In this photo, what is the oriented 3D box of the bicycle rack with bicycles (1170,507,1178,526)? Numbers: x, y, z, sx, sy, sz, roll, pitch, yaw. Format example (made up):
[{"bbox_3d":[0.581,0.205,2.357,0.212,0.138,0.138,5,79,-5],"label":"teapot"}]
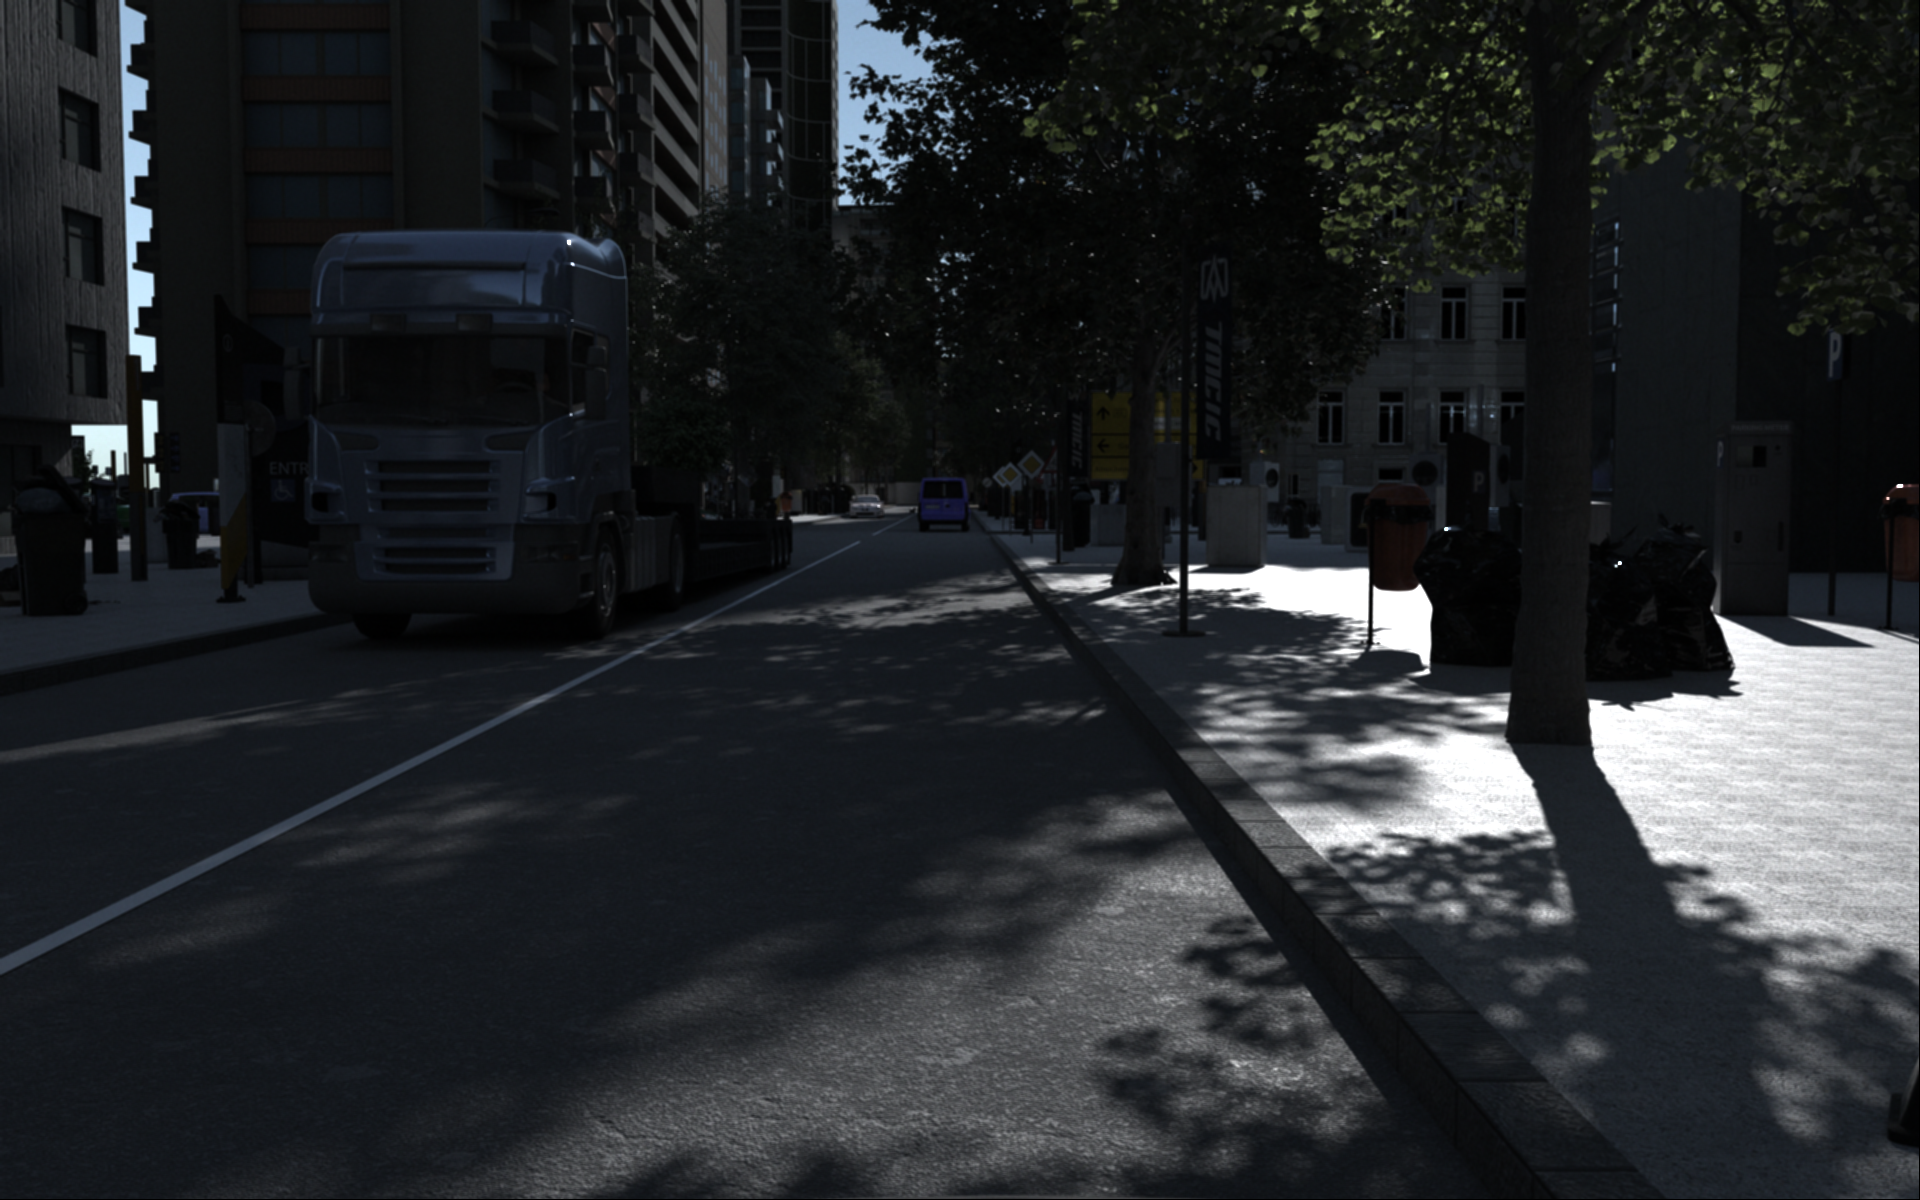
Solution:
[{"bbox_3d":[7.280,-3.461,69.973,2.925,0.926,2.852,-1,4,-14],"label":"bicycle rack with bicycles"}]

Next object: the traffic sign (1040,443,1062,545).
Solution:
[{"bbox_3d":[2.466,-2.688,43.961,0.884,2.594,0.081,0,4,0],"label":"traffic sign"}]

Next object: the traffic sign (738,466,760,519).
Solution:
[{"bbox_3d":[-7.511,-3.545,61.603,0.795,2.450,0.064,0,4,0],"label":"traffic sign"}]

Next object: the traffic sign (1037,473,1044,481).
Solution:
[{"bbox_3d":[3.475,-4.185,68.435,0.884,2.594,0.081,0,4,7],"label":"traffic sign"}]

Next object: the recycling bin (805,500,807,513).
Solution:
[{"bbox_3d":[-11.088,-6.687,121.881,0.722,1.027,0.722,-3,4,-37],"label":"recycling bin"}]

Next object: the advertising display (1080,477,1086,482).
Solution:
[{"bbox_3d":[4.773,-3.807,67.461,0.123,1.923,0.974,0,4,-2],"label":"advertising display"}]

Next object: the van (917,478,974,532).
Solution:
[{"bbox_3d":[-0.583,-3.855,67.409,2.240,2.365,5.245,0,4,1],"label":"van"}]

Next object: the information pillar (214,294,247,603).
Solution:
[{"bbox_3d":[-8.647,-1.785,20.539,0.183,3.616,0.504,0,4,5],"label":"information pillar"}]

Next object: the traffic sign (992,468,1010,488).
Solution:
[{"bbox_3d":[3.603,-8.496,132.780,2.265,3.308,0.079,1,4,9],"label":"traffic sign"}]

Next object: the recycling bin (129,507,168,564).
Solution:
[{"bbox_3d":[-15.033,-1.213,32.391,0.722,1.027,0.722,3,5,45],"label":"recycling bin"}]

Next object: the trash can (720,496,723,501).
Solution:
[{"bbox_3d":[-17.778,-7.070,127.251,0.748,1.137,0.748,0,3,0],"label":"trash can"}]

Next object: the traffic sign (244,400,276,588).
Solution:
[{"bbox_3d":[-9.670,-1.433,23.538,0.768,2.556,0.104,0,4,4],"label":"traffic sign"}]

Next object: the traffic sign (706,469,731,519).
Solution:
[{"bbox_3d":[-7.490,-3.057,53.618,0.795,2.450,0.064,0,4,0],"label":"traffic sign"}]

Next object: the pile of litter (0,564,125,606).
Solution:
[{"bbox_3d":[-10.769,-0.381,20.195,1.719,0.858,1.176,1,4,9],"label":"pile of litter"}]

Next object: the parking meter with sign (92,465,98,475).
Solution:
[{"bbox_3d":[-53.206,-6.649,104.976,1.738,3.016,0.543,0,4,1],"label":"parking meter with sign"}]

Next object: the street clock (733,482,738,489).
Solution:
[{"bbox_3d":[-11.461,-5.183,89.312,0.471,2.002,0.358,2,4,35],"label":"street clock"}]

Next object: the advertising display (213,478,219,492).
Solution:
[{"bbox_3d":[-30.047,-3.973,70.178,0.123,1.923,0.974,-3,4,-37],"label":"advertising display"}]

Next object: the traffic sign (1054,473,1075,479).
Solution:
[{"bbox_3d":[2.982,-2.897,49.494,0.606,2.300,0.079,0,4,1],"label":"traffic sign"}]

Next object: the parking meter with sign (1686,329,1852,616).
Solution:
[{"bbox_3d":[8.398,-1.352,18.374,1.738,3.016,0.543,1,4,11],"label":"parking meter with sign"}]

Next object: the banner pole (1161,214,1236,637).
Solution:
[{"bbox_3d":[2.151,-1.554,15.418,0.401,3.779,0.863,-2,4,-32],"label":"banner pole"}]

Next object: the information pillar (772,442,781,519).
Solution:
[{"bbox_3d":[-8.204,-5.255,77.274,0.183,3.616,0.504,2,4,34],"label":"information pillar"}]

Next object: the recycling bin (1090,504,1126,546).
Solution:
[{"bbox_3d":[3.657,-1.851,42.814,0.722,1.027,0.722,-1,4,-13],"label":"recycling bin"}]

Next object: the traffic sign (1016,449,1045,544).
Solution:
[{"bbox_3d":[1.853,-2.668,44.802,0.795,2.450,0.064,0,4,0],"label":"traffic sign"}]

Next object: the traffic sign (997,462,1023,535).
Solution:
[{"bbox_3d":[1.554,-3.057,53.620,0.795,2.450,0.064,0,4,0],"label":"traffic sign"}]

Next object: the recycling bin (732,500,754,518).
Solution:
[{"bbox_3d":[-9.036,-3.651,72.251,0.722,1.027,0.722,-2,4,-31],"label":"recycling bin"}]

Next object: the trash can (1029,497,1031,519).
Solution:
[{"bbox_3d":[3.741,-4.682,88.211,0.748,1.137,0.748,0,3,0],"label":"trash can"}]

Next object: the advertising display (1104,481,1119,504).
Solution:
[{"bbox_3d":[4.196,-2.597,47.682,0.123,1.923,0.974,2,4,25],"label":"advertising display"}]

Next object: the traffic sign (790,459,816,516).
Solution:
[{"bbox_3d":[-9.599,-6.588,101.588,2.265,3.308,0.079,0,4,5],"label":"traffic sign"}]

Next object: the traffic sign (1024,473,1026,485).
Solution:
[{"bbox_3d":[2.989,-4.911,82.429,0.606,2.300,0.079,0,4,5],"label":"traffic sign"}]

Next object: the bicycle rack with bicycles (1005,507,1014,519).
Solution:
[{"bbox_3d":[3.633,-4.731,90.733,2.852,0.926,2.925,-2,4,-34],"label":"bicycle rack with bicycles"}]

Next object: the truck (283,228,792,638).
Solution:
[{"bbox_3d":[-4.594,-2.103,24.137,2.967,4.110,18.799,0,4,1],"label":"truck"}]

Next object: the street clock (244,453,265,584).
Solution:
[{"bbox_3d":[-10.070,-1.227,24.627,0.471,2.002,0.358,3,5,44],"label":"street clock"}]

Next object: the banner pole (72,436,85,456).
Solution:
[{"bbox_3d":[-33.292,-4.591,65.081,0.863,3.779,0.401,-1,4,-22],"label":"banner pole"}]

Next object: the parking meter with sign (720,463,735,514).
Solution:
[{"bbox_3d":[-13.292,-6.451,101.729,0.543,3.016,1.738,3,5,43],"label":"parking meter with sign"}]

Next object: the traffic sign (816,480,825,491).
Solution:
[{"bbox_3d":[-10.203,-7.620,126.716,0.606,2.300,0.079,0,4,1],"label":"traffic sign"}]

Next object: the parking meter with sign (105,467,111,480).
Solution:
[{"bbox_3d":[-55.675,-7.138,112.966,0.543,3.016,1.738,-3,5,-44],"label":"parking meter with sign"}]

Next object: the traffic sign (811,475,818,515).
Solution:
[{"bbox_3d":[-9.215,-6.578,107.650,0.768,2.556,0.104,0,4,4],"label":"traffic sign"}]

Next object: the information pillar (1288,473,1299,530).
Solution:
[{"bbox_3d":[11.896,-3.504,61.788,0.304,2.012,0.304,-1,4,-10],"label":"information pillar"}]

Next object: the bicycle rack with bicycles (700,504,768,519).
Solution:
[{"bbox_3d":[-8.529,-3.155,64.958,2.925,0.926,2.852,-1,4,-12],"label":"bicycle rack with bicycles"}]

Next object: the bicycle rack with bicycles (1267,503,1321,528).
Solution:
[{"bbox_3d":[13.189,-3.298,67.308,2.852,0.926,2.925,2,4,35],"label":"bicycle rack with bicycles"}]

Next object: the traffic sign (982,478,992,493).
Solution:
[{"bbox_3d":[2.089,-8.131,133.050,0.768,2.556,0.104,0,4,3],"label":"traffic sign"}]

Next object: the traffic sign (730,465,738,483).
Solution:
[{"bbox_3d":[-9.804,-4.681,76.646,0.768,2.556,0.104,0,4,8],"label":"traffic sign"}]

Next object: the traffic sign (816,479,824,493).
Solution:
[{"bbox_3d":[-10.218,-7.590,125.278,0.795,2.450,0.064,0,4,3],"label":"traffic sign"}]

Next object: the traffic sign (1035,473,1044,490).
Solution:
[{"bbox_3d":[3.952,-5.099,83.481,0.768,2.556,0.104,0,4,4],"label":"traffic sign"}]

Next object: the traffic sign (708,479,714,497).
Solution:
[{"bbox_3d":[-10.973,-4.693,76.836,0.768,2.556,0.104,0,4,6],"label":"traffic sign"}]

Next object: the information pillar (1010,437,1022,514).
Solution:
[{"bbox_3d":[2.293,-4.823,70.216,0.504,3.616,0.183,0,4,1],"label":"information pillar"}]

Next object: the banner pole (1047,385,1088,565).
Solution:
[{"bbox_3d":[2.005,-2.546,31.643,0.863,3.779,0.401,-2,4,-27],"label":"banner pole"}]

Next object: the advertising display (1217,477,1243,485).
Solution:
[{"bbox_3d":[10.219,-3.691,65.566,0.974,1.923,0.123,1,4,19],"label":"advertising display"}]

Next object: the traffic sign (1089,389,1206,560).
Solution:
[{"bbox_3d":[3.655,-2.442,33.804,2.265,3.308,0.079,0,4,5],"label":"traffic sign"}]

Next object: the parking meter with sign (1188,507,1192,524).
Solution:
[{"bbox_3d":[9.628,-4.750,73.921,0.543,3.016,1.738,0,4,1],"label":"parking meter with sign"}]

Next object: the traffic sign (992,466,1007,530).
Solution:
[{"bbox_3d":[1.533,-3.545,61.606,0.795,2.450,0.064,0,4,0],"label":"traffic sign"}]
